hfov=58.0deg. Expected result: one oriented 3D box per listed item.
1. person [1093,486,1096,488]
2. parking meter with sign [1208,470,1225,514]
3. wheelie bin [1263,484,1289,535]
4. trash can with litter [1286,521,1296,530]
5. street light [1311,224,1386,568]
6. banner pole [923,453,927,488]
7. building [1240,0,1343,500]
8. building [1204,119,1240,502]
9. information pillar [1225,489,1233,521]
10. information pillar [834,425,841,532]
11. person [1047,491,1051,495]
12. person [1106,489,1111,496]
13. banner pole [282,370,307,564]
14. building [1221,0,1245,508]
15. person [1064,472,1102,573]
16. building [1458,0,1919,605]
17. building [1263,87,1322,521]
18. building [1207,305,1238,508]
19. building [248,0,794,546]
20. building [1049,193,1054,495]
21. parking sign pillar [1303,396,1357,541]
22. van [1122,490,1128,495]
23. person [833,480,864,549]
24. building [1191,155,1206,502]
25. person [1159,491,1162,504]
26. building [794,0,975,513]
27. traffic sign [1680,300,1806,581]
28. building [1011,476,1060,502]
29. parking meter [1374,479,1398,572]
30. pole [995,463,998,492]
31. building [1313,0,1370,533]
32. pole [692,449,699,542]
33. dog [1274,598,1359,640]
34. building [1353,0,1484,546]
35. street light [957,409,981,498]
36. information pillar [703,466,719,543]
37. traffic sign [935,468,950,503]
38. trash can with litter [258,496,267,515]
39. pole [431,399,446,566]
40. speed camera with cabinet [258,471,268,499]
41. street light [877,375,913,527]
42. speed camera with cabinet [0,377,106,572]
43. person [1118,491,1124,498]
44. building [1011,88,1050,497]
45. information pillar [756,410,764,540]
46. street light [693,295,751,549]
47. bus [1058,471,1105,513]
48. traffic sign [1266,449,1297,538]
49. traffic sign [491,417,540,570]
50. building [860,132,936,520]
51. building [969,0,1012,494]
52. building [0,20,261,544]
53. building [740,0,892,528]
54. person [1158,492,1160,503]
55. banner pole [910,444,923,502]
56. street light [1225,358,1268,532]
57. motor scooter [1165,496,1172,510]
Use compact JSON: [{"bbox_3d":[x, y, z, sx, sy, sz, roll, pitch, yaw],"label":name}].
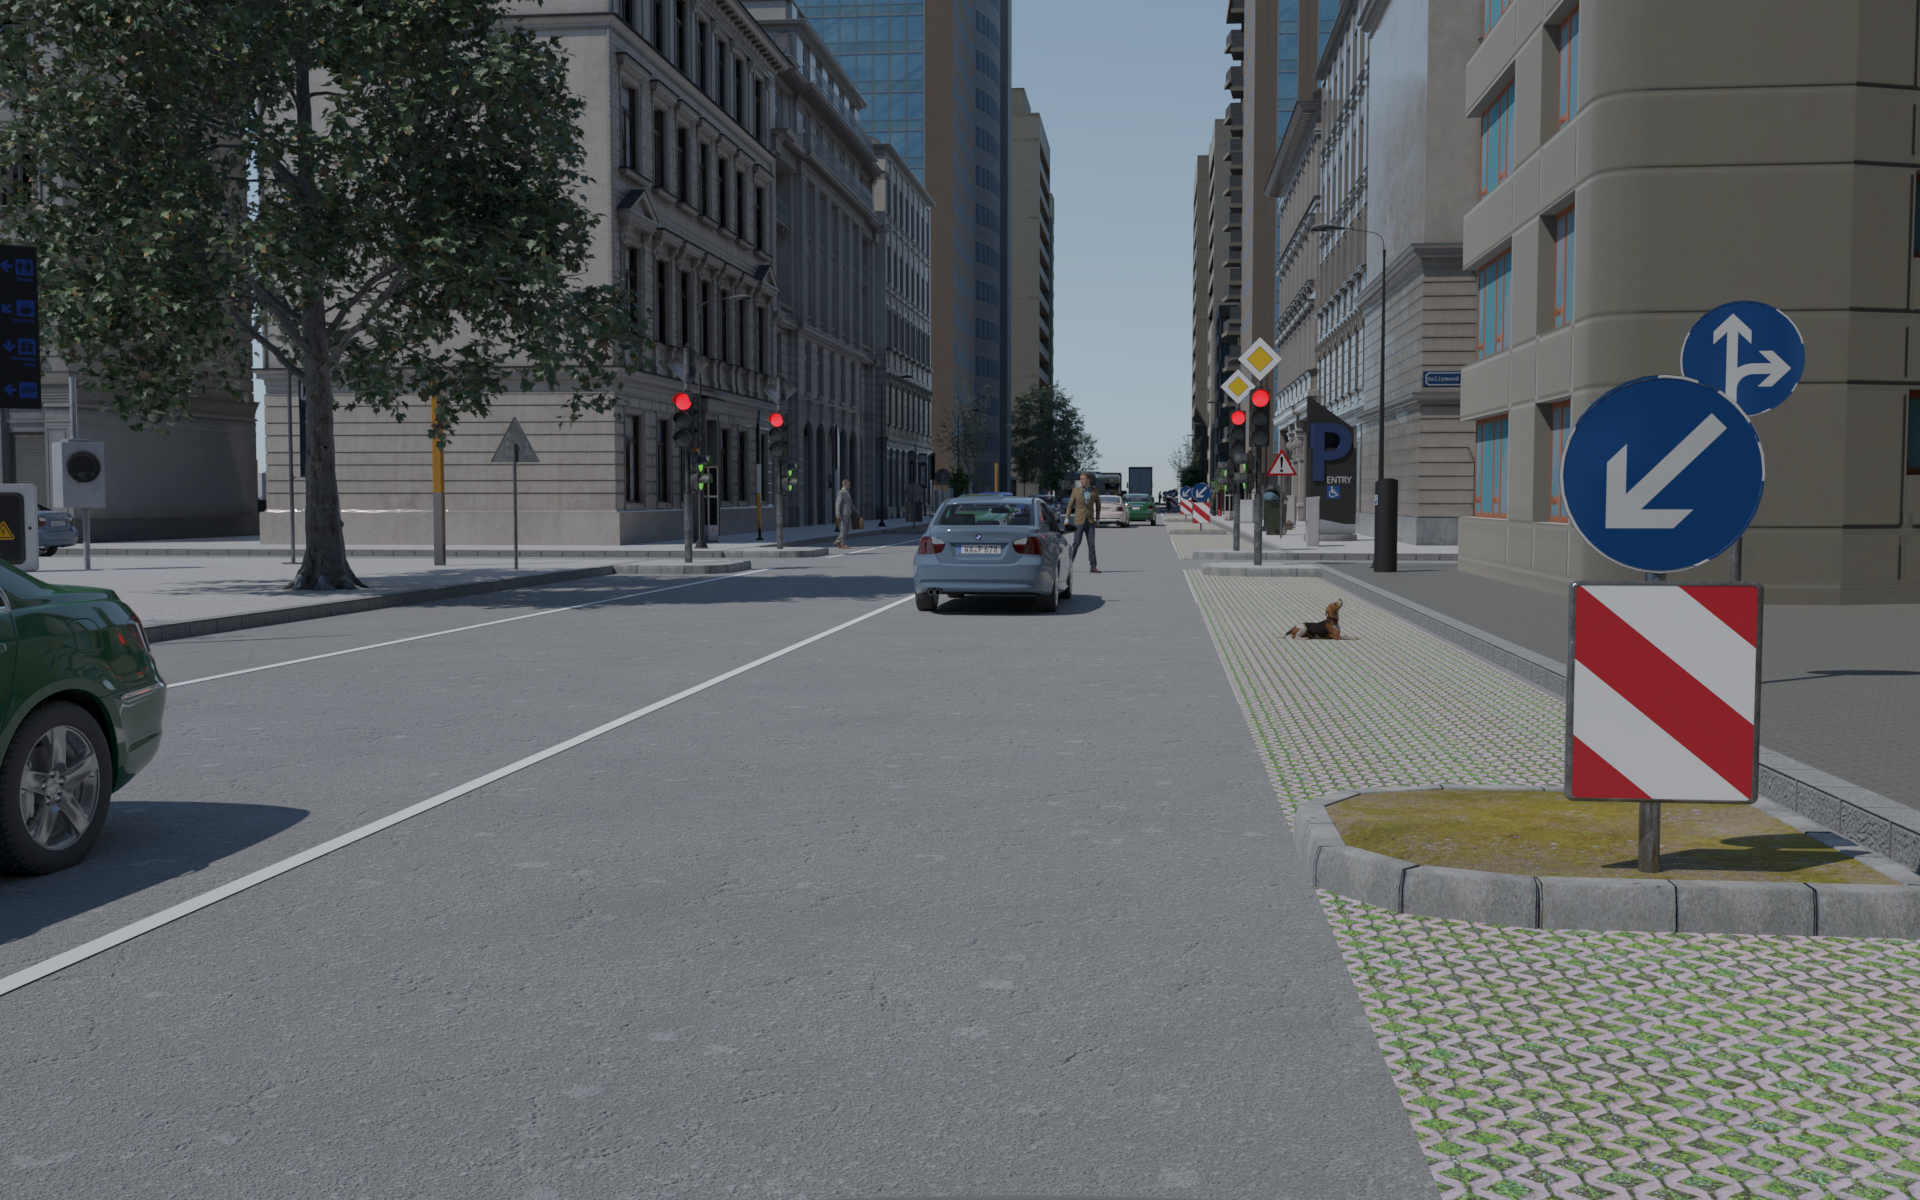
[{"bbox_3d":[6.359,-4.439,81.165,0.778,1.811,0.616,2,4,30],"label":"person"},{"bbox_3d":[16.581,-7.057,111.643,0.543,3.016,1.738,-2,4,-24],"label":"parking meter with sign"},{"bbox_3d":[9.857,-2.827,54.128,0.693,1.594,0.980,1,4,23],"label":"wheelie bin"},{"bbox_3d":[11.435,-3.091,61.933,1.055,1.170,0.624,0,4,-7],"label":"trash can with litter"},{"bbox_3d":[6.735,-3.508,29.898,1.470,5.913,1.316,0,4,6],"label":"street light"},{"bbox_3d":[-2.146,-6.303,93.079,0.863,3.779,0.401,-1,4,-19],"label":"banner pole"},{"bbox_3d":[27.053,-28.788,120.791,14.600,45.320,14.200,0,4,6],"label":"building"},{"bbox_3d":[41.515,-36.025,212.706,21.300,48.544,21.600,0,4,6],"label":"building"},{"bbox_3d":[12.978,-4.836,83.561,0.304,2.012,0.304,3,5,43],"label":"information pillar"},{"bbox_3d":[-4.167,-4.128,58.852,0.183,3.616,0.504,0,4,3],"label":"information pillar"},{"bbox_3d":[6.190,-6.674,119.091,0.593,1.643,0.415,2,4,34],"label":"person"},{"bbox_3d":[10.924,-7.213,126.296,0.599,1.838,0.709,3,5,40],"label":"person"},{"bbox_3d":[-12.048,-2.555,31.796,0.863,3.779,0.401,-3,4,-39],"label":"banner pole"},{"bbox_3d":[32.900,-29.796,141.785,22.147,44.769,28.867,0,4,6],"label":"building"},{"bbox_3d":[2.226,-1.416,31.558,0.656,1.842,0.836,-3,5,-40],"label":"person"},{"bbox_3d":[20.525,-10.251,12.649,27.650,21.520,28.899,0,4,6],"label":"building"},{"bbox_3d":[21.499,-14.750,92.071,10.553,20.767,40.483,0,4,6],"label":"building"},{"bbox_3d":[38.964,-19.954,171.288,27.650,21.520,28.899,0,4,6],"label":"building"},{"bbox_3d":[-12.135,-11.459,51.987,10.561,19.102,19.286,0,4,6],"label":"building"},{"bbox_3d":[5.032,-33.386,229.454,14.154,41.232,14.086,0,4,6],"label":"building"},{"bbox_3d":[10.173,-3.608,47.467,1.447,3.967,1.447,0,4,-5],"label":"parking sign pillar"},{"bbox_3d":[24.757,-15.956,265.262,2.240,2.365,5.245,0,4,7],"label":"van"},{"bbox_3d":[-2.984,-2.248,45.378,0.853,1.813,0.709,1,4,19],"label":"person"},{"bbox_3d":[42.421,-37.345,234.298,21.300,48.544,21.600,0,4,6],"label":"building"},{"bbox_3d":[27.787,-14.138,239.530,0.599,1.838,0.709,2,4,31],"label":"person"},{"bbox_3d":[-6.551,-28.900,122.632,14.600,45.320,14.200,0,4,6],"label":"building"},{"bbox_3d":[5.166,-0.698,11.511,0.768,2.556,0.104,1,4,13],"label":"traffic sign"},{"bbox_3d":[-1.463,-34.127,249.864,32.217,40.220,23.993,0,4,6],"label":"building"},{"bbox_3d":[7.002,-1.227,28.466,0.372,1.533,0.369,0,3,0],"label":"parking meter"},{"bbox_3d":[2.406,-7.330,113.695,0.158,3.312,0.155,0,3,0],"label":"pole"},{"bbox_3d":[18.506,-13.063,62.730,9.793,20.994,18.267,0,4,6],"label":"building"},{"bbox_3d":[-6.972,-3.181,45.859,0.158,3.312,0.155,0,3,0],"label":"pole"},{"bbox_3d":[3.507,0.192,17.059,0.550,0.427,0.748,-3,5,-40],"label":"dog"},{"bbox_3d":[28.744,-13.853,45.587,34.723,24.649,14.460,0,4,6],"label":"building"},{"bbox_3d":[0.450,-7.476,94.775,1.470,5.913,1.316,0,4,6],"label":"street light"},{"bbox_3d":[-6.596,-2.531,45.877,0.304,2.012,0.304,-2,4,-32],"label":"information pillar"},{"bbox_3d":[-0.862,-5.239,85.765,0.768,2.556,0.104,1,4,13],"label":"traffic sign"},{"bbox_3d":[-22.764,-2.849,57.639,1.678,1.210,2.233,1,4,21],"label":"trash can with litter"},{"bbox_3d":[-9.336,-2.273,31.004,0.158,3.312,0.155,0,3,0],"label":"pole"},{"bbox_3d":[-27.810,-4.714,71.402,2.038,3.252,0.660,-3,4,-38],"label":"speed camera with cabinet"},{"bbox_3d":[-2.526,-5.822,67.737,1.470,5.913,1.316,0,4,6],"label":"street light"},{"bbox_3d":[-15.359,-2.104,28.733,2.038,3.252,0.660,-3,5,-43],"label":"speed camera with cabinet"},{"bbox_3d":[14.569,-8.978,156.010,1.217,1.743,0.721,0,4,-1],"label":"person"},{"bbox_3d":[-0.300,-35.959,211.623,21.300,48.544,21.600,0,4,6],"label":"building"},{"bbox_3d":[-5.555,-3.457,47.882,0.183,3.616,0.504,0,4,-1],"label":"information pillar"},{"bbox_3d":[-5.557,-4.161,40.575,1.470,5.913,1.316,0,4,6],"label":"street light"},{"bbox_3d":[9.611,-8.556,134.757,2.948,3.499,13.247,0,4,8],"label":"bus"},{"bbox_3d":[9.279,-3.058,50.008,0.884,2.594,0.081,1,4,12],"label":"traffic sign"},{"bbox_3d":[-7.487,-1.782,29.147,0.884,2.594,0.081,1,4,12],"label":"traffic sign"},{"bbox_3d":[-7.278,-15.052,95.247,9.793,20.994,18.267,0,4,6],"label":"building"},{"bbox_3d":[-7.313,-36.820,144.010,21.231,58.520,28.212,0,4,6],"label":"building"},{"bbox_3d":[-31.135,-12.259,49.585,18.267,20.994,9.793,0,4,6],"label":"building"},{"bbox_3d":[-11.276,-14.211,74.154,13.314,21.916,24.055,0,4,6],"label":"building"},{"bbox_3d":[30.665,-15.736,266.590,0.445,1.727,0.742,0,4,8],"label":"person"},{"bbox_3d":[-2.349,-5.939,87.116,0.401,3.779,0.863,-2,4,-27],"label":"banner pole"},{"bbox_3d":[9.921,-5.303,59.243,1.470,5.913,1.316,0,4,6],"label":"street light"},{"bbox_3d":[17.967,-8.327,148.930,0.815,1.314,1.986,1,4,8],"label":"motor scooter"}]
